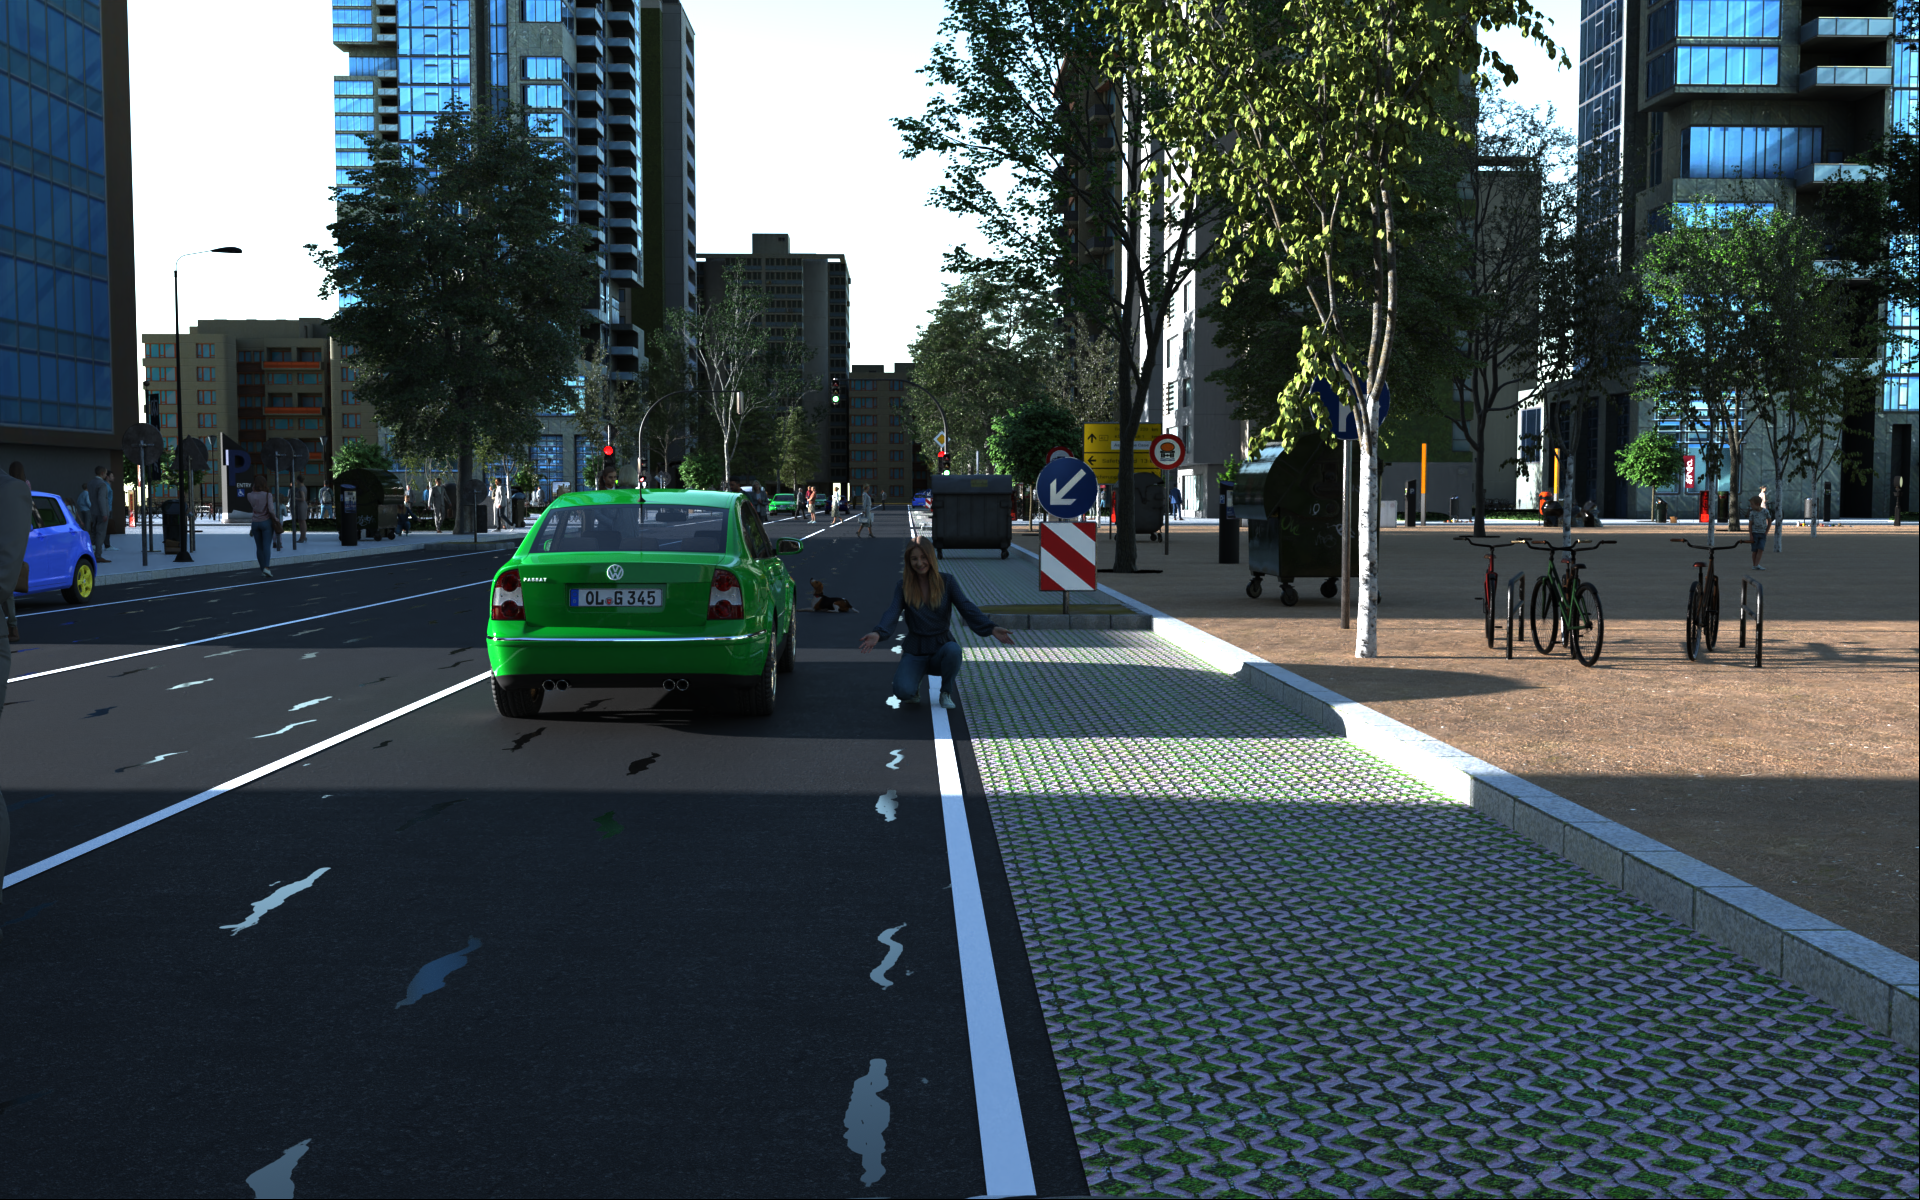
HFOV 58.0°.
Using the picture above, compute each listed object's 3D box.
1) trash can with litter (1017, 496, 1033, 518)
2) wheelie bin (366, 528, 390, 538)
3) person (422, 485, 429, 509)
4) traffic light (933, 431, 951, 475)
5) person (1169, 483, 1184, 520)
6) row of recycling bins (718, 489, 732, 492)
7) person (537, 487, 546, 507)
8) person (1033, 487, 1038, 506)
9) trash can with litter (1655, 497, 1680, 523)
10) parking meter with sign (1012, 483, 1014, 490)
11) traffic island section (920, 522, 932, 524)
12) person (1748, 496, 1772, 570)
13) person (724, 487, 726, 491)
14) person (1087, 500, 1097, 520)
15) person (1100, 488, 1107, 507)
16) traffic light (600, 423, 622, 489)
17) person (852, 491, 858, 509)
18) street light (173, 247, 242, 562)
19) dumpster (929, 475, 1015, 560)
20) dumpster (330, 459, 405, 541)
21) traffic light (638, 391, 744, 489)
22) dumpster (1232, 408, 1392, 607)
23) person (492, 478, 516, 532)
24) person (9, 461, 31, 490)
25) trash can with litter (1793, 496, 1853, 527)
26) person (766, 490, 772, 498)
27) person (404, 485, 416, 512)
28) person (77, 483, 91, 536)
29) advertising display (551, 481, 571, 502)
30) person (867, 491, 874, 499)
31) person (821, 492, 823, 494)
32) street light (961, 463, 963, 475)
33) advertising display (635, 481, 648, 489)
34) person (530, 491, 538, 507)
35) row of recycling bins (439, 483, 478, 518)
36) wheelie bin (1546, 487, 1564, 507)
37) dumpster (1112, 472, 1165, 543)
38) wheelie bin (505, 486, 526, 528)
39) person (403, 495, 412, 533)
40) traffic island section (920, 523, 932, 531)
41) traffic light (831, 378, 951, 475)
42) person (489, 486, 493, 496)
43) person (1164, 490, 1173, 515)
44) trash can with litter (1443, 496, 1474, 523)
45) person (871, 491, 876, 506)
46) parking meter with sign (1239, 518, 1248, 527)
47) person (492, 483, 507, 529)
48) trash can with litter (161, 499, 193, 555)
[{"bbox_3d":[3.391,-4.900,91.506,1.055,1.170,0.624,-1,4,-12],"label":"trash can with litter"},{"bbox_3d":[-17.160,-2.643,51.128,0.693,1.594,0.980,2,4,26],"label":"wheelie bin"},{"bbox_3d":[-30.882,-5.738,100.199,0.444,1.785,0.601,-2,4,-35],"label":"person"},{"bbox_3d":[-0.811,-5.351,76.404,0.839,4.253,0.868,0,4,-2],"label":"traffic light"},{"bbox_3d":[10.601,-4.801,84.725,0.721,1.800,0.419,2,4,29],"label":"person"},{"bbox_3d":[-19.513,-8.604,147.788,1.069,1.692,3.534,2,4,29],"label":"row of recycling bins"},{"bbox_3d":[-29.693,-7.134,122.784,0.679,1.850,0.850,-3,5,-44],"label":"person"},{"bbox_3d":[5.491,-7.472,128.060,0.661,1.843,0.795,3,5,41],"label":"person"},{"bbox_3d":[31.370,-4.002,76.817,1.055,1.170,0.624,2,4,26],"label":"trash can with litter"},{"bbox_3d":[2.888,-6.383,100.629,0.543,3.016,1.738,1,4,11],"label":"parking meter with sign"},{"bbox_3d":[-0.770,-3.317,76.519,2.009,0.180,2.903,0,4,-2],"label":"traffic island section"},{"bbox_3d":[13.498,-1.132,29.243,0.352,1.250,0.332,-2,4,-30],"label":"person"},{"bbox_3d":[-17.352,-7.439,127.853,0.419,1.800,0.721,0,4,-8],"label":"person"},{"bbox_3d":[6.524,-4.900,86.344,0.466,1.800,0.511,2,4,34],"label":"person"},{"bbox_3d":[10.981,-7.702,132.317,0.721,1.781,0.623,-3,5,-44],"label":"person"},{"bbox_3d":[-13.719,-4.837,68.002,0.839,4.253,0.868,0,4,-2],"label":"traffic light"},{"bbox_3d":[-10.032,-9.568,165.672,0.721,1.736,1.217,-2,4,-24],"label":"person"},{"bbox_3d":[-14.170,-3.676,32.645,1.470,5.913,1.316,0,4,-2],"label":"street light"},{"bbox_3d":[0.252,-1.830,38.128,1.865,1.857,1.264,0,4,-1],"label":"dumpster"},{"bbox_3d":[-16.308,-2.762,47.646,1.502,2.255,1.985,0,4,-2],"label":"dumpster"},{"bbox_3d":[-11.877,-6.203,76.083,4.771,5.953,1.251,0,4,-2],"label":"traffic light"},{"bbox_3d":[4.140,-1.099,20.465,1.502,2.255,1.985,0,4,-2],"label":"dumpster"},{"bbox_3d":[-15.589,-3.255,59.105,0.795,1.843,0.661,-1,4,-19],"label":"person"},{"bbox_3d":[-15.357,-1.356,28.222,0.388,1.821,0.555,2,4,26],"label":"person"},{"bbox_3d":[33.928,-3.495,68.204,2.233,1.210,1.678,3,5,40],"label":"trash can with litter"},{"bbox_3d":[-25.397,-13.553,227.733,1.348,1.812,0.705,0,4,8],"label":"person"},{"bbox_3d":[-31.260,-5.617,98.272,0.661,1.777,0.834,0,4,1],"label":"person"},{"bbox_3d":[-25.557,-2.618,50.660,0.589,1.601,0.330,3,5,41],"label":"person"},{"bbox_3d":[-19.852,-4.954,86.218,0.974,1.923,0.123,-2,4,-31],"label":"advertising display"},{"bbox_3d":[-8.747,-9.464,163.950,1.217,1.743,0.721,0,4,-3],"label":"person"},{"bbox_3d":[-16.396,-12.149,207.849,0.721,1.735,1.217,0,4,6],"label":"person"},{"bbox_3d":[-0.411,-8.527,111.956,1.470,5.913,1.316,0,4,-2],"label":"street light"},{"bbox_3d":[-16.147,-5.054,87.846,0.974,1.923,0.123,3,5,44],"label":"advertising display"},{"bbox_3d":[-30.686,-7.229,124.589,0.624,1.780,0.694,-2,4,-35],"label":"person"},{"bbox_3d":[-19.026,-3.571,65.496,1.069,1.692,3.534,0,4,-3],"label":"row of recycling bins"},{"bbox_3d":[27.107,-4.354,79.092,0.980,1.594,0.693,-2,4,-23],"label":"wheelie bin"},{"bbox_3d":[4.820,-2.492,46.507,1.264,1.857,1.865,0,4,-2],"label":"dumpster"},{"bbox_3d":[-17.064,-3.575,66.360,0.980,1.594,0.693,1,4,17],"label":"wheelie bin"},{"bbox_3d":[-18.171,-2.821,56.846,0.352,1.250,0.332,2,4,27],"label":"person"},{"bbox_3d":[-0.524,-2.829,68.538,2.009,0.180,2.903,0,4,-2],"label":"traffic island section"},{"bbox_3d":[-2.652,-5.722,68.217,4.771,5.953,1.251,0,4,-2],"label":"traffic light"},{"bbox_3d":[-29.738,-6.333,109.938,0.694,1.780,0.624,-3,5,-44],"label":"person"},{"bbox_3d":[12.605,-6.101,105.569,0.755,1.850,0.659,2,4,24],"label":"person"},{"bbox_3d":[22.562,-4.084,77.830,2.233,1.210,1.678,-2,4,-34],"label":"trash can with litter"},{"bbox_3d":[-10.182,-11.710,200.741,1.217,1.735,0.721,3,4,36],"label":"person"},{"bbox_3d":[11.246,-4.301,66.581,1.738,3.016,0.543,3,4,37],"label":"parking meter with sign"},{"bbox_3d":[-16.666,-3.431,62.687,0.519,1.759,0.362,-2,4,-27],"label":"person"},{"bbox_3d":[-16.802,-1.577,37.179,0.624,1.170,1.055,-2,4,-24],"label":"trash can with litter"}]
